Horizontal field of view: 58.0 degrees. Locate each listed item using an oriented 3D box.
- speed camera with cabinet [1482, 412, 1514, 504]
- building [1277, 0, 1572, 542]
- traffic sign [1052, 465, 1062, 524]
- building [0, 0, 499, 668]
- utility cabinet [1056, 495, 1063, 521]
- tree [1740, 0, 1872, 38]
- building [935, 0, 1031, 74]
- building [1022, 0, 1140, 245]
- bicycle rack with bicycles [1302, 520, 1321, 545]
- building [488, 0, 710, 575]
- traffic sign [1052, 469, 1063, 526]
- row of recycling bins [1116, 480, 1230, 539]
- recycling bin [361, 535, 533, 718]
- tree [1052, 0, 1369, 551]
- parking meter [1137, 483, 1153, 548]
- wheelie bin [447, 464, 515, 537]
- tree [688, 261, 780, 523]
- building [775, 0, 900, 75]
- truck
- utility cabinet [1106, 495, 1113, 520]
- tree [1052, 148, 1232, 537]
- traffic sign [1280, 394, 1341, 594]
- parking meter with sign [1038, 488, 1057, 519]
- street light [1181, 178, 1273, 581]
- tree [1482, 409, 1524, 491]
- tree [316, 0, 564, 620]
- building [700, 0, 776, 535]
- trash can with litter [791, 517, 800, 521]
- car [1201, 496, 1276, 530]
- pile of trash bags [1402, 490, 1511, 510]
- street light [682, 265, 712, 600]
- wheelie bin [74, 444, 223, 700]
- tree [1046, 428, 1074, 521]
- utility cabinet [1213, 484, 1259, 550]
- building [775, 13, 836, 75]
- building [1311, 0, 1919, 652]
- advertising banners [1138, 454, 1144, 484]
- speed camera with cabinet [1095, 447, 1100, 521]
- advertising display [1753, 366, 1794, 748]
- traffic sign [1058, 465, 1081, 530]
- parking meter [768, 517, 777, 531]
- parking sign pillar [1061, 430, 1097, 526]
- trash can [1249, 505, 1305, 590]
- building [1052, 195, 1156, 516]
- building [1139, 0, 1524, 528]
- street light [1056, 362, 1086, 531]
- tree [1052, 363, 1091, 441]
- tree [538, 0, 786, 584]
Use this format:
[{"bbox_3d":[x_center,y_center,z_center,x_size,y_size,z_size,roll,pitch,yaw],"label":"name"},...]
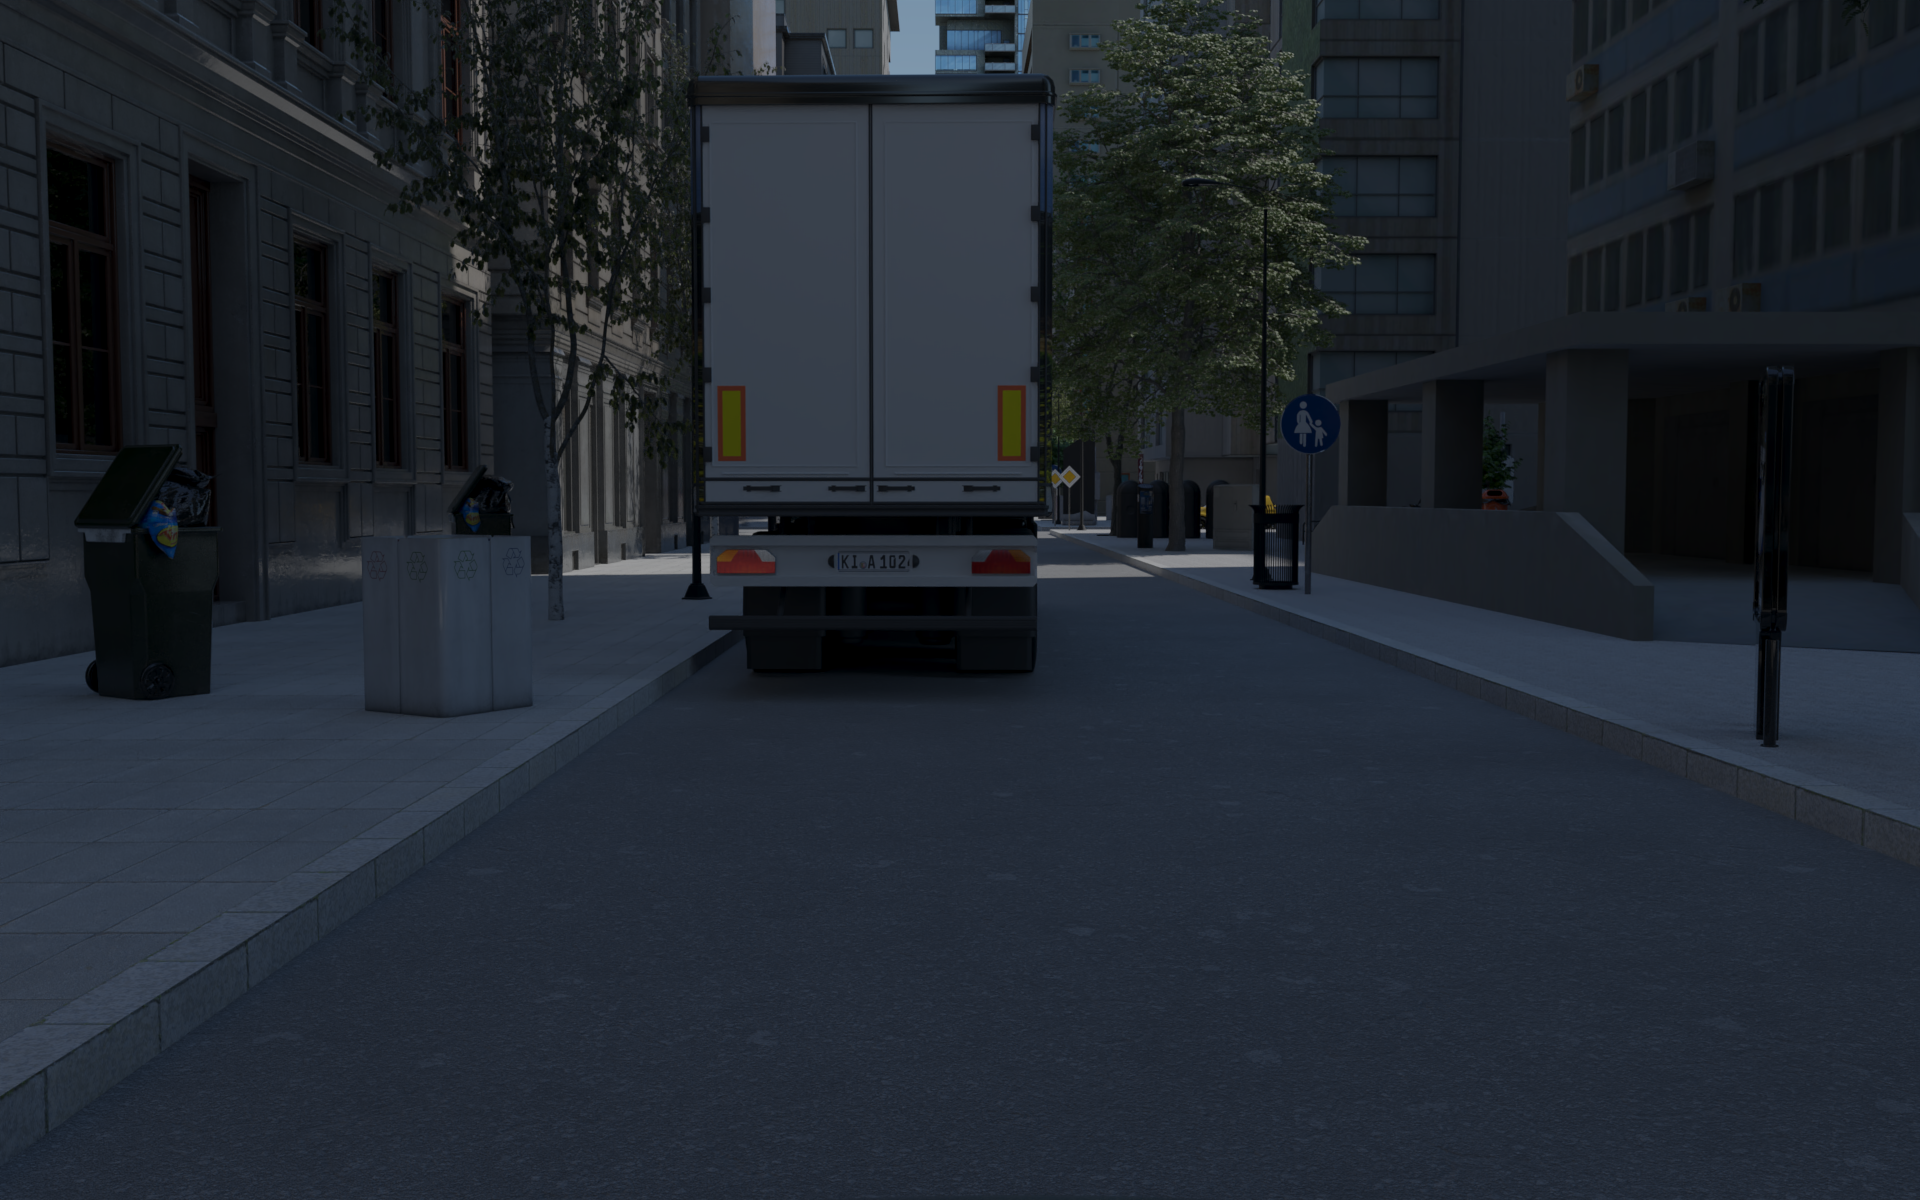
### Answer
[{"bbox_3d":[12.649,-2.942,42.437,0.660,3.252,2.038,-2,4,-23],"label":"speed camera with cabinet"},{"bbox_3d":[16.256,-22.479,51.127,14.154,41.232,14.086,0,4,0],"label":"building"},{"bbox_3d":[4.059,-4.606,75.409,0.768,2.556,0.104,1,4,9],"label":"traffic sign"},{"bbox_3d":[-12.061,-11.000,16.006,11.583,22.565,21.152,0,4,0],"label":"building"},{"bbox_3d":[4.571,-4.135,78.772,0.306,1.237,1.020,-1,4,-9],"label":"utility cabinet"},{"bbox_3d":[4.805,-4.302,4.745,8.767,10.594,7.601,0,4,5],"label":"tree"},{"bbox_3d":[8.269,-56.638,238.700,31.000,86.520,22.319,0,4,0],"label":"building"},{"bbox_3d":[16.856,-32.925,162.031,21.300,48.544,21.600,0,4,0],"label":"building"},{"bbox_3d":[9.833,-1.804,42.884,2.925,0.926,2.852,0,4,-6],"label":"bicycle rack with bicycles"},{"bbox_3d":[-11.170,-11.417,35.814,9.793,20.994,18.267,0,4,0],"label":"building"},{"bbox_3d":[3.782,-3.993,68.923,0.795,2.450,0.064,0,4,0],"label":"traffic sign"},{"bbox_3d":[6.223,-2.642,50.314,3.534,1.692,1.069,2,4,24],"label":"row of recycling bins"},{"bbox_3d":[-3.061,0.134,10.358,0.722,1.027,0.722,2,4,32],"label":"recycling bin"},{"bbox_3d":[5.295,-7.368,38.598,7.486,12.596,7.792,0,3,0],"label":"tree"},{"bbox_3d":[4.398,-1.999,41.087,0.372,1.533,0.369,0,3,0],"label":"parking meter"},{"bbox_3d":[-5.166,-0.662,18.726,0.693,1.594,0.980,-1,4,-21],"label":"wheelie bin"},{"bbox_3d":[-3.779,-5.257,36.309,4.737,8.622,4.395,0,3,0],"label":"tree"},{"bbox_3d":[-20.552,-35.600,171.296,28.713,52.752,27.495,0,4,0],"label":"building"},{"bbox_3d":[-0.449,-1.731,17.216,2.839,4.237,11.283,0,4,2],"label":"truck"},{"bbox_3d":[7.413,-4.505,84.813,0.306,1.237,1.020,1,4,20],"label":"utility cabinet"},{"bbox_3d":[4.686,-7.750,52.461,9.928,11.665,9.643,0,3,0],"label":"tree"},{"bbox_3d":[4.456,-1.346,22.111,0.768,2.556,0.104,0,4,2],"label":"traffic sign"},{"bbox_3d":[4.754,-5.662,88.829,1.738,3.016,0.543,3,5,42],"label":"parking meter with sign"},{"bbox_3d":[3.951,-3.246,25.611,1.470,5.913,1.316,0,4,0],"label":"street light"},{"bbox_3d":[11.991,-2.715,38.994,1.663,3.219,1.824,0,3,0],"label":"tree"},{"bbox_3d":[-4.081,-4.086,17.162,4.360,8.622,3.978,0,3,0],"label":"tree"},{"bbox_3d":[-15.695,-16.271,51.934,20.117,28.700,13.634,0,4,0],"label":"building"},{"bbox_3d":[-4.624,-2.083,45.443,1.055,1.170,0.624,-1,4,-13],"label":"trash can with litter"},{"bbox_3d":[10.250,-3.409,65.964,3.980,1.641,2.015,0,4,0],"label":"car"},{"bbox_3d":[9.586,-1.596,35.852,3.447,1.369,1.912,1,4,17],"label":"pile of trash bags"},{"bbox_3d":[-2.669,-2.962,20.965,1.470,5.913,1.316,0,4,0],"label":"street light"},{"bbox_3d":[-5.173,-0.194,11.079,0.980,1.594,0.693,2,4,34],"label":"wheelie bin"},{"bbox_3d":[4.711,-6.155,84.356,4.285,4.588,4.351,0,3,0],"label":"tree"},{"bbox_3d":[6.317,-1.892,39.608,0.318,1.500,1.173,-3,4,-39],"label":"utility cabinet"},{"bbox_3d":[-12.797,-16.285,85.323,14.314,24.678,30.058,0,4,0],"label":"building"},{"bbox_3d":[21.923,-20.125,20.932,32.217,40.220,23.993,0,4,0],"label":"building"},{"bbox_3d":[8.122,-4.786,74.440,0.090,3.025,2.074,-1,4,-22],"label":"advertising banners"},{"bbox_3d":[5.215,-4.806,72.909,0.660,3.252,2.038,-1,4,-20],"label":"speed camera with cabinet"},{"bbox_3d":[4.275,-0.240,9.133,0.123,1.923,0.974,1,4,22],"label":"advertising display"},{"bbox_3d":[3.846,-3.504,60.938,0.795,2.450,0.064,0,4,0],"label":"traffic sign"},{"bbox_3d":[-4.656,-2.153,43.608,0.372,1.533,0.369,0,3,0],"label":"parking meter"},{"bbox_3d":[4.867,-5.036,70.810,1.447,3.967,1.447,0,4,5],"label":"parking sign pillar"},{"bbox_3d":[4.267,-0.718,23.385,0.748,1.137,0.748,0,3,0],"label":"trash can"},{"bbox_3d":[20.461,-16.493,114.706,27.650,21.520,28.899,0,4,0],"label":"building"},{"bbox_3d":[15.658,-24.079,77.291,14.086,41.232,14.154,0,4,0],"label":"building"},{"bbox_3d":[3.744,-5.403,60.887,1.470,5.913,1.316,0,4,0],"label":"street light"},{"bbox_3d":[5.224,-8.806,94.345,4.737,8.622,4.395,0,3,0],"label":"tree"},{"bbox_3d":[-3.951,-4.711,27.391,4.360,8.622,3.978,0,3,0],"label":"tree"}]
